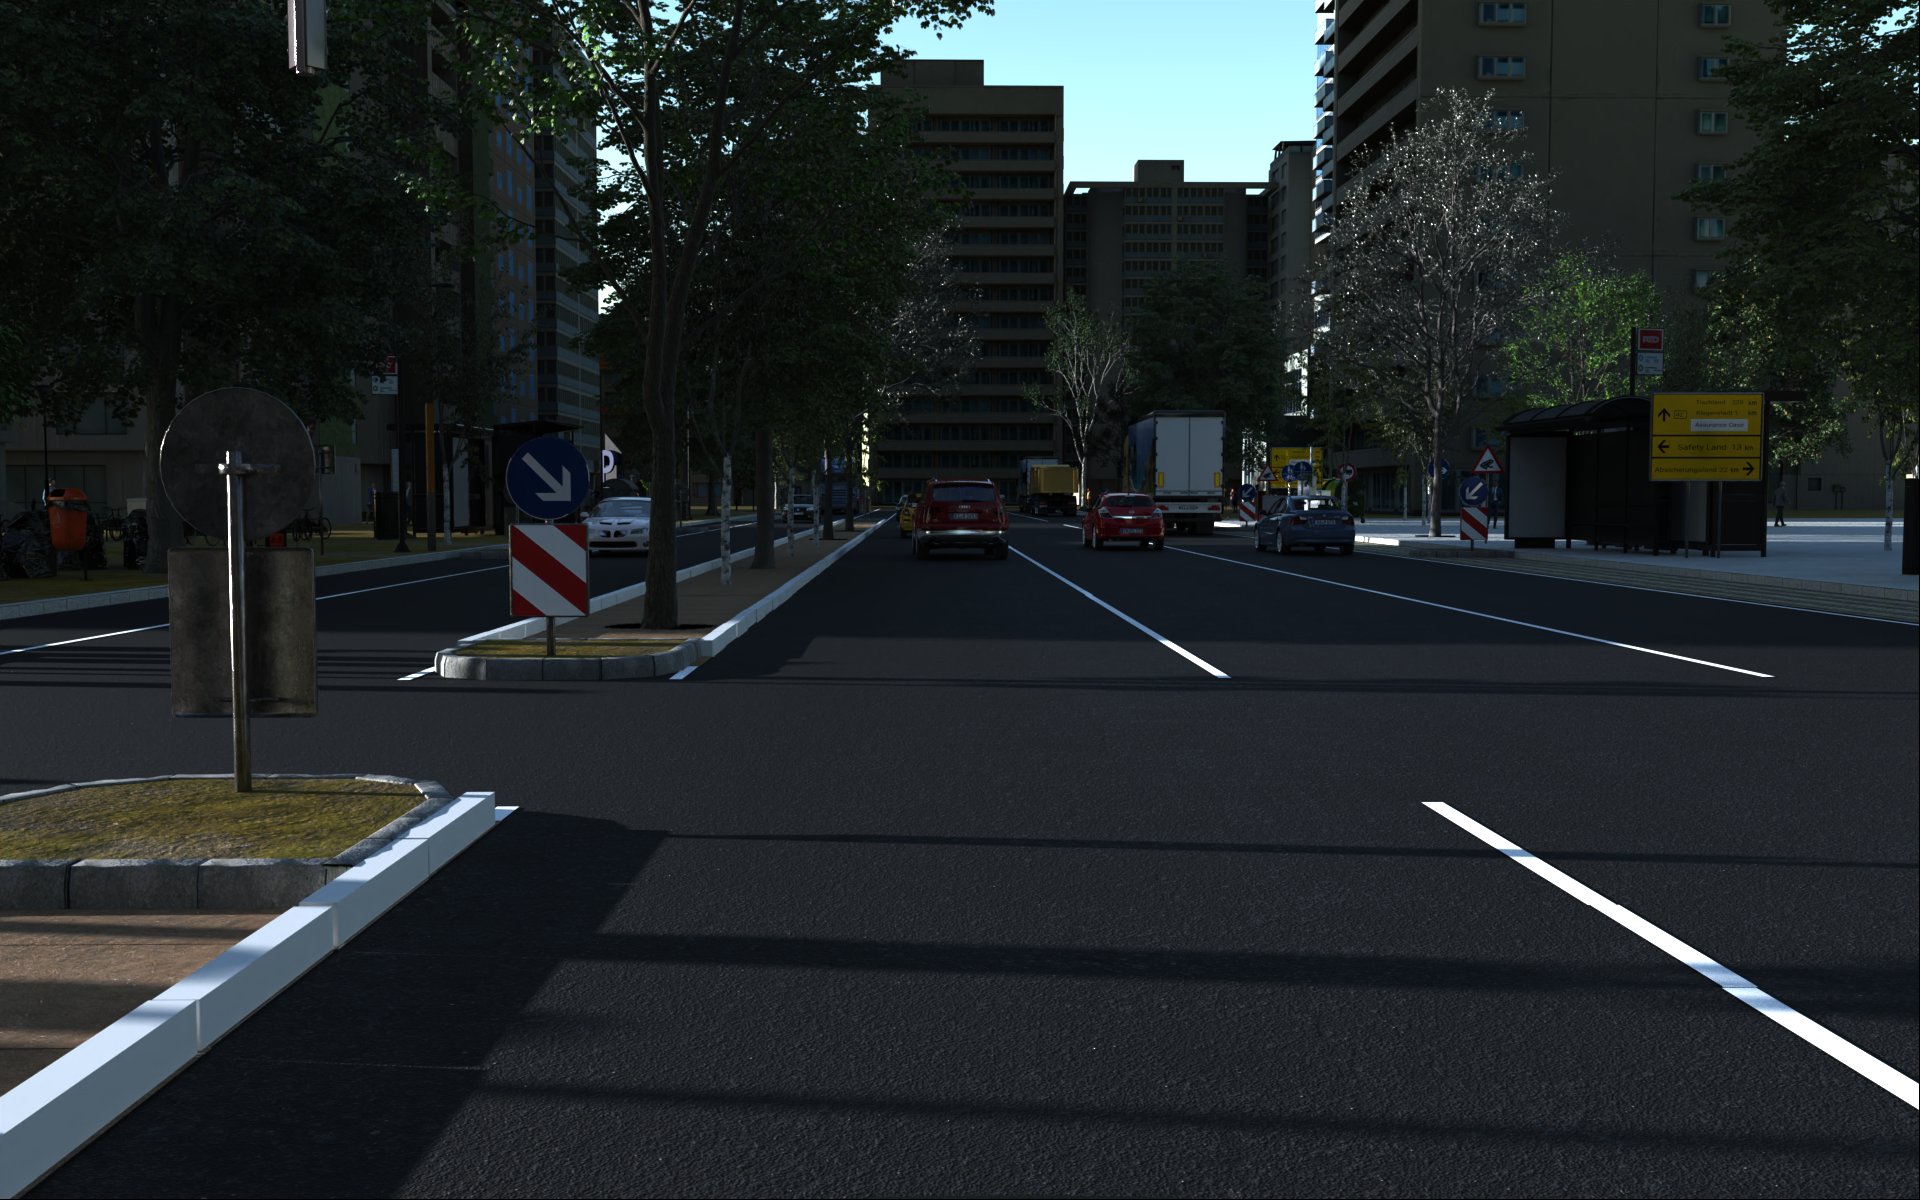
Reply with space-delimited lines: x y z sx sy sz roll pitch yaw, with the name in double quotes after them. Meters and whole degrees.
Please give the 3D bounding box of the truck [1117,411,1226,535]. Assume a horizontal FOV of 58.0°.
7.647 -4.581 63.815 2.839 4.237 11.283 0 4 -1 "truck"

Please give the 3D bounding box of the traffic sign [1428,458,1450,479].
16.865 -3.730 61.091 0.768 2.556 0.104 0 4 5 "traffic sign"

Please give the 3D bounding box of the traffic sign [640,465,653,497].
-13.689 -4.656 76.228 0.768 2.556 0.104 0 4 4 "traffic sign"

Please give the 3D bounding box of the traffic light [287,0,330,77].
-7.699 -2.431 14.422 4.771 5.953 1.251 0 4 -1 "traffic light"

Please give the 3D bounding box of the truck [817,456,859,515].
-8.753 -8.422 127.462 2.967 4.110 18.799 0 4 -2 "truck"

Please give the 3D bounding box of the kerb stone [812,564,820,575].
-2.562 -0.479 30.033 0.120 0.150 1.000 0 4 -1 "kerb stone"

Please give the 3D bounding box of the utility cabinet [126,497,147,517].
-14.743 -1.252 31.628 1.020 1.237 0.306 2 4 26 "utility cabinet"

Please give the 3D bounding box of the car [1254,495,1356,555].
8.349 -1.838 42.059 2.014 1.417 4.499 0 4 -1 "car"

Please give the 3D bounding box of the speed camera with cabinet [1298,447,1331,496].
14.919 -4.807 72.928 0.660 3.252 2.038 3 4 37 "speed camera with cabinet"

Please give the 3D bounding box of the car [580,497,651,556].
-7.912 -1.772 41.327 2.083 1.381 4.827 0 4 -2 "car"

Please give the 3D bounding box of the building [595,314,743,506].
-39.692 -21.714 200.064 28.899 21.520 27.650 0 4 -1 "building"

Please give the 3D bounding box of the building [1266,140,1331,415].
42.650 -31.238 194.332 14.086 41.232 14.154 0 4 -1 "building"

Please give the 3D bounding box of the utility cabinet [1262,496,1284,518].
12.825 -3.626 70.446 1.020 1.237 0.306 2 4 24 "utility cabinet"

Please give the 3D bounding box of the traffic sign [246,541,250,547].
-15.323 -2.268 37.183 0.768 2.556 0.104 0 4 -1 "traffic sign"

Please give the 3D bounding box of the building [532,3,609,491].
-40.925 -27.077 134.589 23.993 40.220 32.217 0 4 -1 "building"

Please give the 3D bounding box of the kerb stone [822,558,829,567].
-2.634 -0.667 33.105 0.120 0.150 1.000 0 4 -1 "kerb stone"

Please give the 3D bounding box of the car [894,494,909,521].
-2.506 -4.987 93.337 2.131 1.459 4.920 0 4 -1 "car"

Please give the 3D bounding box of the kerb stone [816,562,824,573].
-2.577 -0.542 31.061 0.120 0.150 1.000 0 4 -1 "kerb stone"

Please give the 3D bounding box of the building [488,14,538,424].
-35.486 -28.114 109.769 14.600 45.320 14.200 0 4 -1 "building"

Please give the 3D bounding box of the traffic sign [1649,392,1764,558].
14.862 -2.488 34.560 2.265 3.308 0.079 0 4 -1 "traffic sign"

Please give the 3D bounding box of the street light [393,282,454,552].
-11.780 -4.009 38.088 1.470 5.913 1.316 0 4 -1 "street light"

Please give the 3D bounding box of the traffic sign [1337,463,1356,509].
15.756 -4.314 70.641 0.768 2.556 0.104 0 4 6 "traffic sign"

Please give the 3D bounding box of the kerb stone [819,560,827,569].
-2.608 -0.605 32.083 0.120 0.150 1.000 0 4 -1 "kerb stone"

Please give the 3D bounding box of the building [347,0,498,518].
-34.558 -19.842 96.111 14.160 30.474 14.107 0 4 -1 "building"

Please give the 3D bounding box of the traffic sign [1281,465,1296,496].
14.234 -4.568 74.794 0.768 2.556 0.104 0 4 5 "traffic sign"

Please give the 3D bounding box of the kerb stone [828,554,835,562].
-2.675 -0.793 35.159 0.120 0.150 1.000 0 4 -1 "kerb stone"

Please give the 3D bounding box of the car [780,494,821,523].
-7.903 -4.688 86.438 2.009 1.686 4.222 0 4 0 "car"

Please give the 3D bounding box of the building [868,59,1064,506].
0.393 -35.091 197.436 21.600 48.544 21.300 0 4 -1 "building"

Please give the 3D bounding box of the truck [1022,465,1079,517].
6.025 -7.175 113.236 3.469 3.379 9.791 0 4 -2 "truck"

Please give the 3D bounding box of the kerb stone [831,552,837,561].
-2.697 -0.856 36.184 0.120 0.150 1.000 0 4 -1 "kerb stone"

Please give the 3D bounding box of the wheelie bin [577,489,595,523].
-16.033 -4.058 74.258 0.693 1.594 0.980 1 4 11 "wheelie bin"

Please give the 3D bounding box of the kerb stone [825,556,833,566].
-2.645 -0.729 34.127 0.120 0.150 1.000 0 4 -1 "kerb stone"

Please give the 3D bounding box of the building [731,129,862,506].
-18.063 -31.187 193.506 14.086 41.232 14.154 0 4 -1 "building"

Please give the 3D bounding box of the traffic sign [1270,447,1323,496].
14.596 -4.973 75.186 2.265 3.308 0.079 0 4 1 "traffic sign"

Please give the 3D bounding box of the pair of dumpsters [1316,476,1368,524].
16.980 -4.584 77.449 1.574 2.255 4.437 0 4 -1 "pair of dumpsters"

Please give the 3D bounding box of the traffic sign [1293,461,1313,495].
13.311 -4.113 67.359 0.768 2.556 0.104 0 4 3 "traffic sign"

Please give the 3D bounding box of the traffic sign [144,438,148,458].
-15.474 -2.049 33.611 0.768 2.556 0.104 0 4 8 "traffic sign"

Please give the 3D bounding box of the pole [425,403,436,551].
-11.944 -2.766 39.074 0.158 3.312 0.155 0 3 0 "pole"

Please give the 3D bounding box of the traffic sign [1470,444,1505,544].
13.638 -2.742 44.836 0.884 2.594 0.081 0 4 5 "traffic sign"

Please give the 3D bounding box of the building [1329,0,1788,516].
36.656 -29.702 109.329 21.300 48.544 21.600 0 4 -1 "building"

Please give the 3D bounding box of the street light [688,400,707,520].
-12.856 -6.915 85.594 1.470 5.913 1.316 0 4 -1 "street light"

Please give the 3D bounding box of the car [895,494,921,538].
-1.148 -2.893 57.521 2.015 1.641 3.980 0 4 -2 "car"

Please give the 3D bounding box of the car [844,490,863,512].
-8.643 -8.278 144.023 2.281 1.827 5.304 0 4 -3 "car"

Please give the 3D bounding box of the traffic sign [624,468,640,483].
-16.057 -5.178 84.762 0.768 2.556 0.104 0 4 1 "traffic sign"

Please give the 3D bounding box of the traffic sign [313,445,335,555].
-13.345 -2.083 36.183 0.606 2.300 0.079 0 4 2 "traffic sign"

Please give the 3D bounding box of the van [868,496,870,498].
-9.596 -9.687 165.389 2.013 2.044 4.112 0 4 0 "van"

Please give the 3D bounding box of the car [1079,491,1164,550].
4.258 -2.237 45.613 2.155 1.783 4.494 0 4 -2 "car"

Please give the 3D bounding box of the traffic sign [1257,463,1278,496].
12.733 -4.387 71.738 0.884 2.594 0.081 0 4 3 "traffic sign"

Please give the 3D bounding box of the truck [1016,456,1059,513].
5.952 -8.837 133.401 2.839 4.237 11.283 0 4 -1 "truck"

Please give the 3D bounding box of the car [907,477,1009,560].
-0.041 -1.881 39.422 2.281 1.827 5.304 0 4 -3 "car"

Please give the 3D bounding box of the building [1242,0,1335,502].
36.327 -50.274 134.656 22.319 86.520 31.000 0 4 -1 "building"

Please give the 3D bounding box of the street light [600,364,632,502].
-12.267 -5.462 61.842 1.470 5.913 1.316 0 4 -1 "street light"

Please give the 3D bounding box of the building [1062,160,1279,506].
23.394 -31.322 203.995 23.993 40.220 32.217 0 4 -1 "building"

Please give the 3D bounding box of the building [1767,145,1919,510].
70.517 -22.901 146.140 14.107 30.474 14.160 0 4 -1 "building"

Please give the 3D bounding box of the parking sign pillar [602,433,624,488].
-15.315 -5.372 76.303 1.447 3.967 1.447 -3 5 -44 "parking sign pillar"
